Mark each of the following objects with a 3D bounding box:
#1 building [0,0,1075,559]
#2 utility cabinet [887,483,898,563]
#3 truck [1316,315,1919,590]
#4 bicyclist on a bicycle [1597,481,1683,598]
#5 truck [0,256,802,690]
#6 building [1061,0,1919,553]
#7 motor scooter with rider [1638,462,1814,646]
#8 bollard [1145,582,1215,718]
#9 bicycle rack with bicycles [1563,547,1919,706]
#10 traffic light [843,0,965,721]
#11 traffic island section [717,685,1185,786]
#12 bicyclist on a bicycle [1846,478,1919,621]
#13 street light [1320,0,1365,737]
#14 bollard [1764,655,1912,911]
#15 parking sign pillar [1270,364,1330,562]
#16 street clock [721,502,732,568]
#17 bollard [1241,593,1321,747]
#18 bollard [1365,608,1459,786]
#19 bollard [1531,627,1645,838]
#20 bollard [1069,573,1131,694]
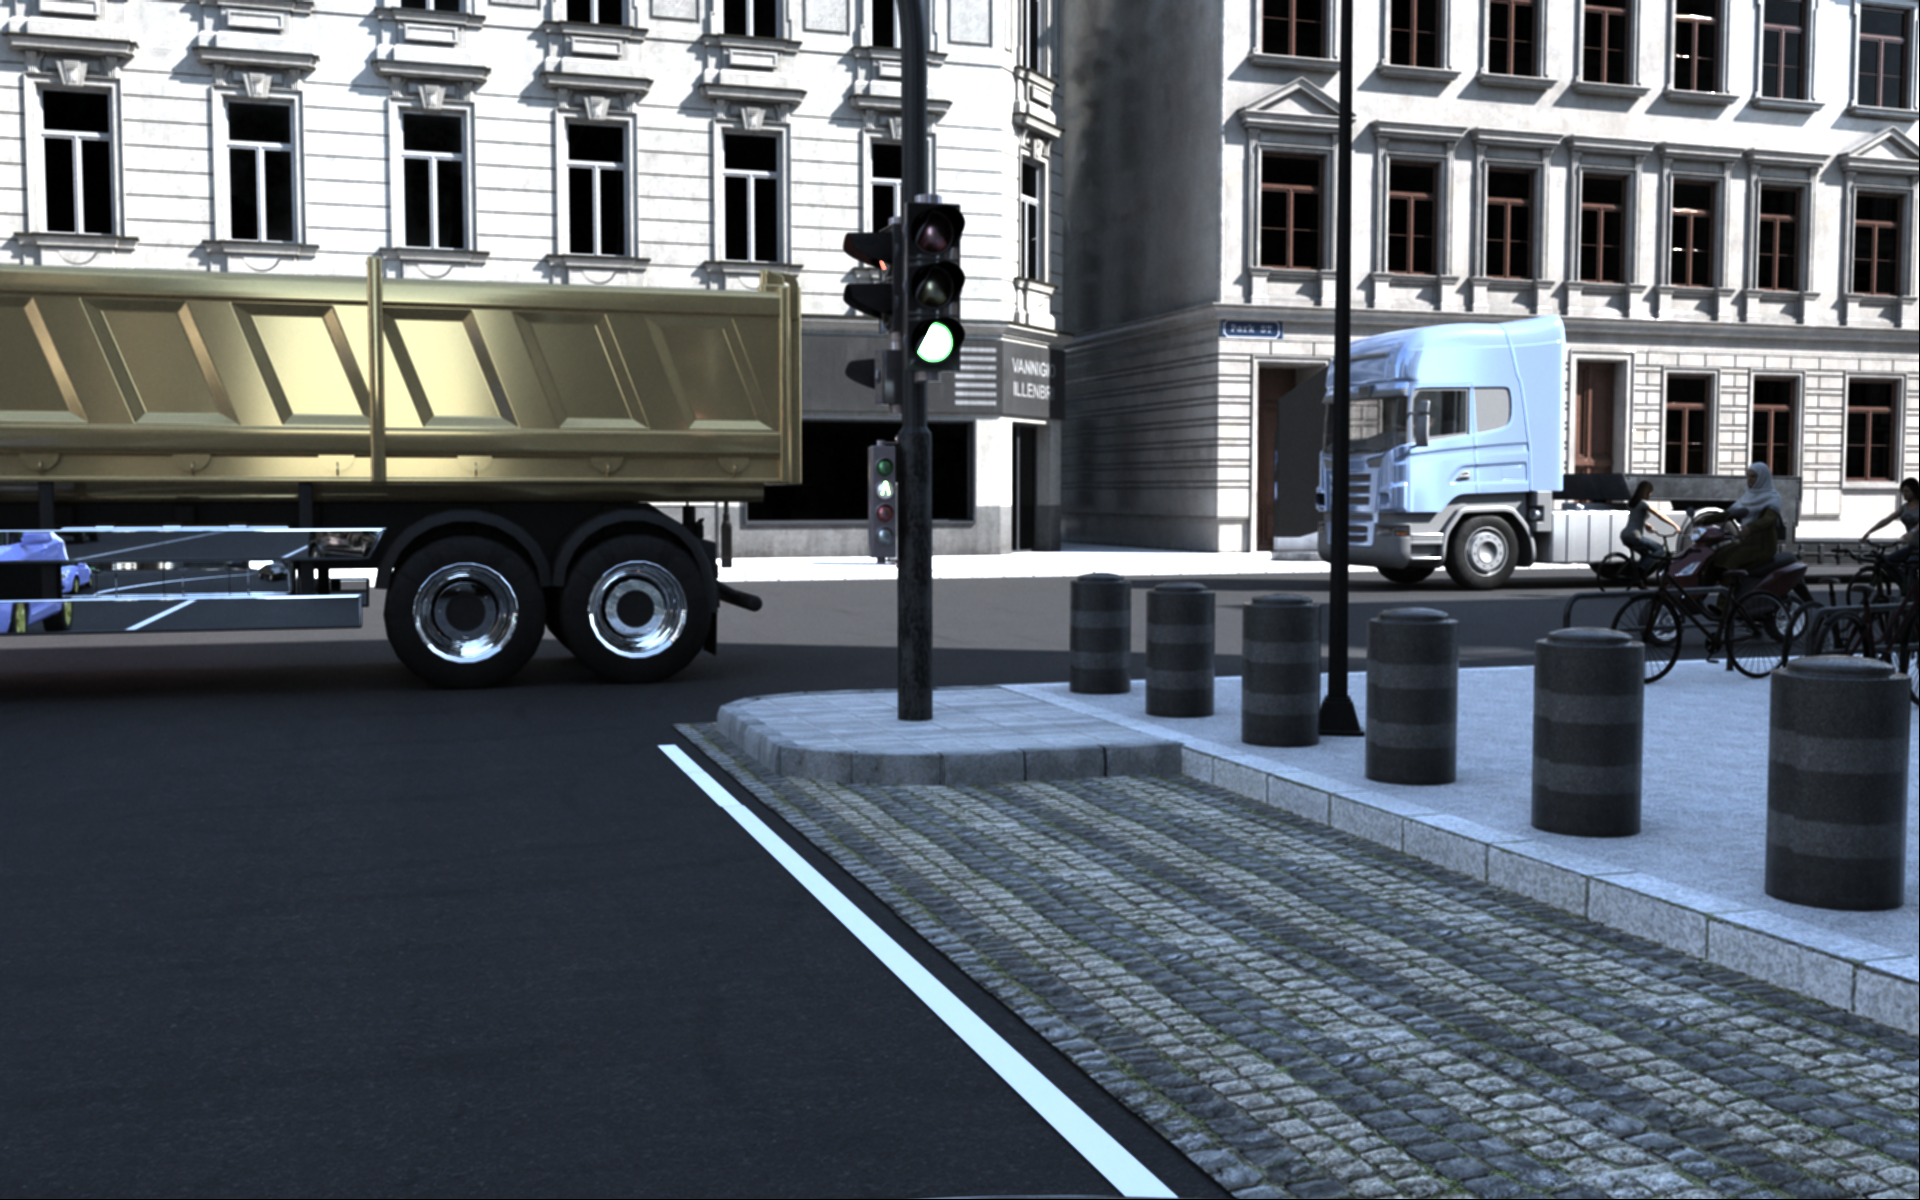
[{"bbox_3d":[-19.839,-15.930,36.874,44.131,29.872,17.030,-1,4,-18],"label":"building"},{"bbox_3d":[-1.066,-1.402,31.606,0.318,1.500,1.173,-1,4,-16],"label":"utility cabinet"},{"bbox_3d":[14.213,-2.379,28.655,18.799,4.110,2.967,-1,4,-17],"label":"truck"},{"bbox_3d":[9.506,-0.855,23.995,1.625,1.676,1.499,-1,4,-18],"label":"bicyclist on a bicycle"},{"bbox_3d":[-6.228,-1.046,13.028,9.791,3.379,3.469,-1,4,-18],"label":"truck"},{"bbox_3d":[13.323,-12.740,44.456,21.152,22.565,11.583,-1,4,-18],"label":"building"},{"bbox_3d":[7.333,-0.462,16.524,1.986,1.779,0.876,-1,4,-16],"label":"motor scooter with rider"},{"bbox_3d":[1.284,0.282,10.099,0.404,0.777,0.398,0,3,0],"label":"bollard"},{"bbox_3d":[5.500,0.126,11.330,2.925,0.926,2.852,-2,4,-30],"label":"bicycle rack with bicycles"},{"bbox_3d":[-2.252,-2.100,9.009,4.771,5.953,1.251,-1,4,-18],"label":"traffic light"},{"bbox_3d":[-0.248,0.756,9.915,2.009,0.180,2.903,-1,4,-18],"label":"traffic island section"},{"bbox_3d":[10.600,-0.574,19.414,1.625,1.676,1.499,-1,4,-17],"label":"bicyclist on a bicycle"},{"bbox_3d":[1.513,-2.229,8.980,1.470,5.913,1.316,-1,4,-18],"label":"street light"},{"bbox_3d":[2.782,0.564,5.497,0.404,0.777,0.398,0,3,0],"label":"bollard"},{"bbox_3d":[6.745,-2.749,33.413,1.447,3.967,1.447,0,4,1],"label":"parking sign pillar"},{"bbox_3d":[-4.065,-1.563,30.124,0.358,2.002,0.471,0,4,-6],"label":"street clock"},{"bbox_3d":[1.658,0.353,8.943,0.404,0.777,0.398,0,3,0],"label":"bollard"},{"bbox_3d":[2.034,0.423,7.796,0.404,0.777,0.398,0,3,0],"label":"bollard"},{"bbox_3d":[2.406,0.494,6.638,0.404,0.777,0.398,0,3,0],"label":"bollard"},{"bbox_3d":[0.911,0.211,11.260,0.404,0.777,0.398,0,3,0],"label":"bollard"}]
